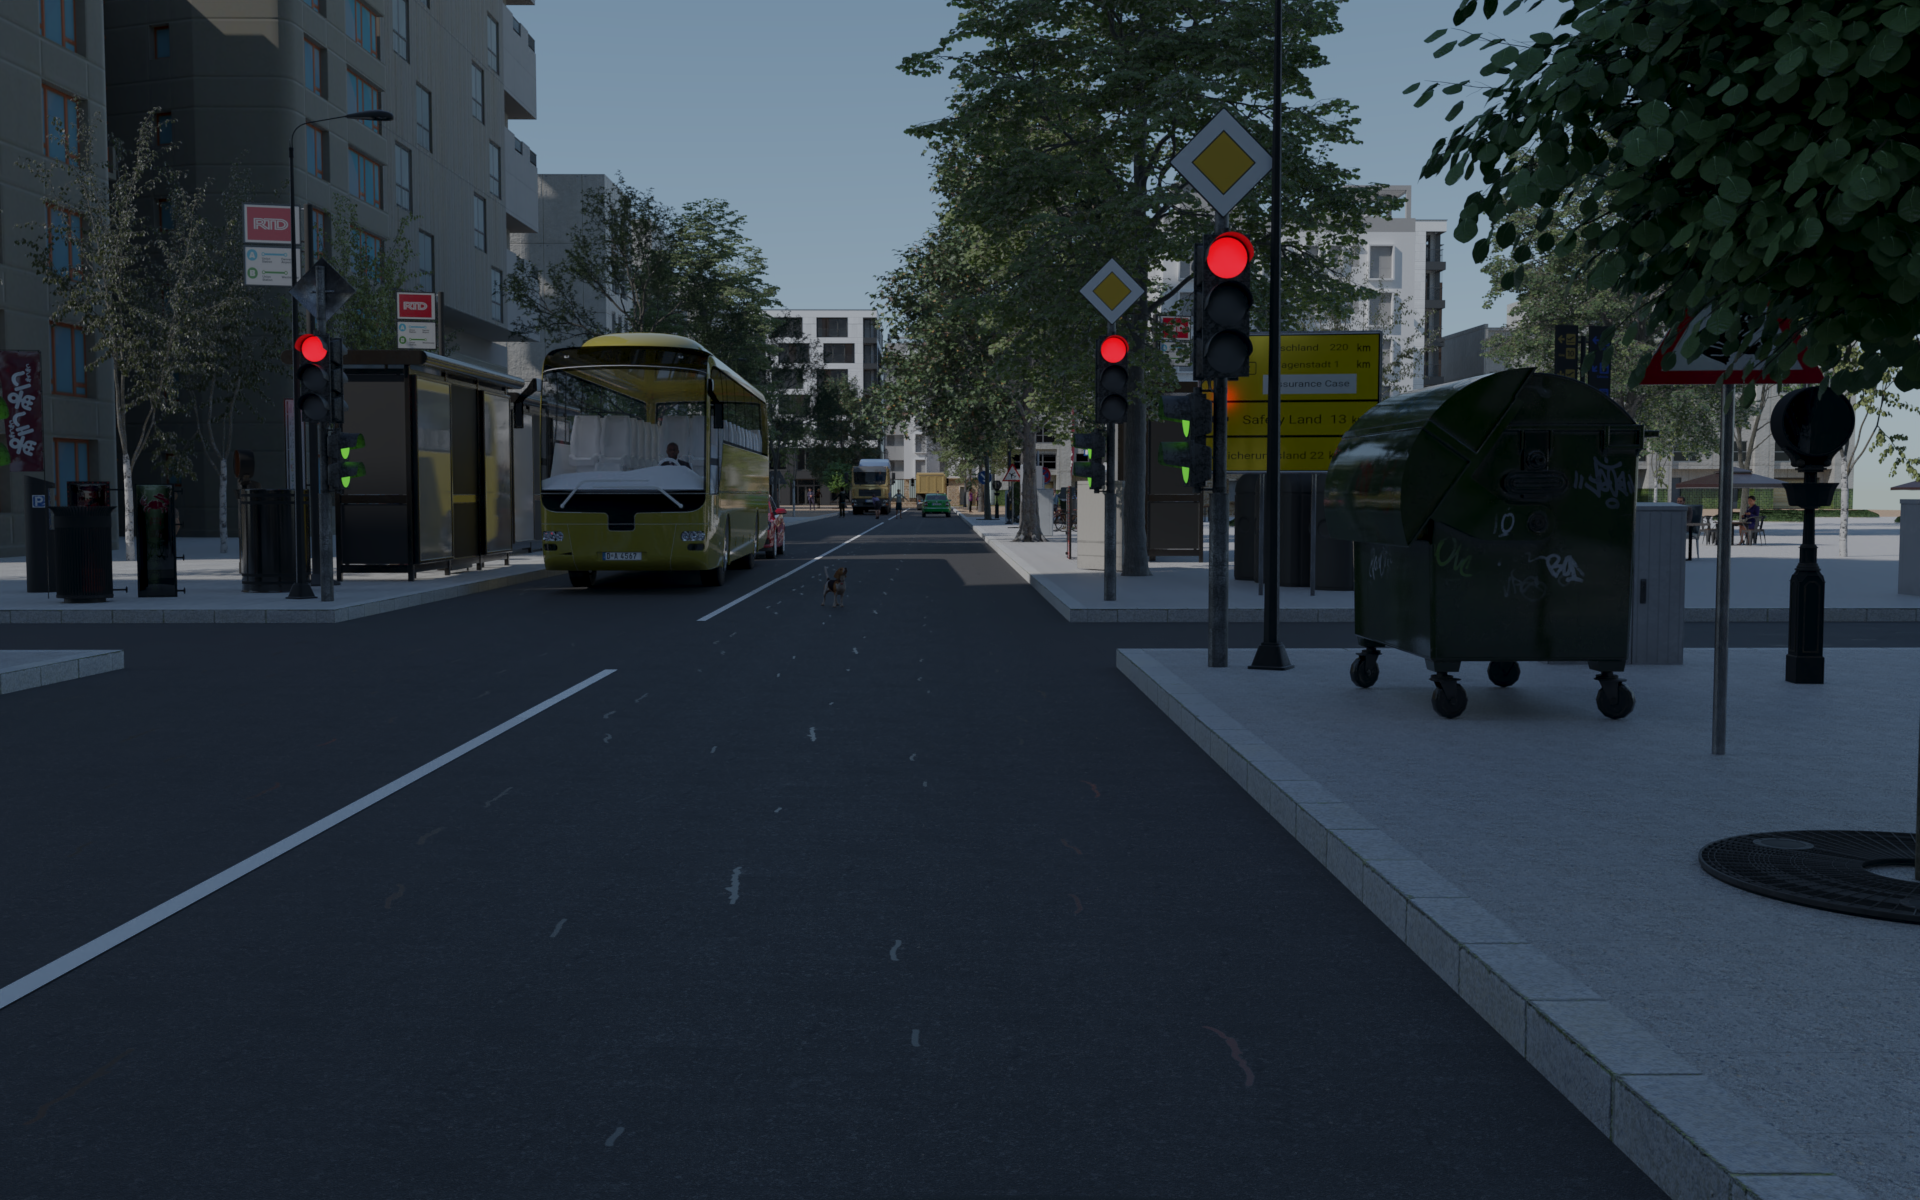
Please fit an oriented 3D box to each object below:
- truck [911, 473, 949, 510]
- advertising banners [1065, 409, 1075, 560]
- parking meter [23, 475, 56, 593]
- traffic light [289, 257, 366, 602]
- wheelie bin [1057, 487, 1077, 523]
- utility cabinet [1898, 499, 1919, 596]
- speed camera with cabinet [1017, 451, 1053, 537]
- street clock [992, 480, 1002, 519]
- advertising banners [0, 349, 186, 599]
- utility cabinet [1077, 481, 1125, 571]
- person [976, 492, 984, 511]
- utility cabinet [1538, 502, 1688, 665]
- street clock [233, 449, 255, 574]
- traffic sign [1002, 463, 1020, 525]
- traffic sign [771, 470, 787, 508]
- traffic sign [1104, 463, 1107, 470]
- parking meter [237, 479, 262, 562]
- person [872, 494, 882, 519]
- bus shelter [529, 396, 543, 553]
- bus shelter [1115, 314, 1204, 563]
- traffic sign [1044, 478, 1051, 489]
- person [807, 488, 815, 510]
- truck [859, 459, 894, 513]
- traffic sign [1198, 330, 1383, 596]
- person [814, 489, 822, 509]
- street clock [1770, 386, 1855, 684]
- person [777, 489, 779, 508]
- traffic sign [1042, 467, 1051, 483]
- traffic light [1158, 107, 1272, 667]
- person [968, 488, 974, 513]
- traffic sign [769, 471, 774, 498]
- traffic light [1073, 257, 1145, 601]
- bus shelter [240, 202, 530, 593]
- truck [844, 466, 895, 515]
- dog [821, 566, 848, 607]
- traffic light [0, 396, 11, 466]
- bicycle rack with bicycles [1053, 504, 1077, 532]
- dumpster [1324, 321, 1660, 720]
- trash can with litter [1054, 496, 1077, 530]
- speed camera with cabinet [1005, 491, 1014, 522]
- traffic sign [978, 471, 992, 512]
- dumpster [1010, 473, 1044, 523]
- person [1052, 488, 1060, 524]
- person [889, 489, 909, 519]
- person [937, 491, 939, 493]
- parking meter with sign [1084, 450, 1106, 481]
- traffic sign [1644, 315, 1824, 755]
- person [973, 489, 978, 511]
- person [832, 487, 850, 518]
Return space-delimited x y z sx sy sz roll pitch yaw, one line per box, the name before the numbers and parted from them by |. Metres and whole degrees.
truck | -2.630 -9.741 155.182 3.469 3.379 9.791 0 4 -2
advertising banners | 2.165 -2.319 34.107 0.090 3.025 2.074 0 4 1
parking meter | -12.005 -0.870 22.630 0.372 1.533 0.369 0 3 0
traffic light | -7.551 -1.938 20.605 0.839 4.253 0.868 0 4 -1
wheelie bin | 4.827 -4.280 77.890 0.980 1.594 0.693 1 4 19
utility cabinet | 12.200 -0.648 21.759 0.306 1.237 1.020 0 4 2
speed camera with cabinet | 2.365 -3.599 53.172 0.660 3.252 2.038 -1 4 -11
street clock | 1.936 -5.272 90.771 0.471 2.002 0.358 -1 4 -21
advertising banners | -10.671 -1.533 21.260 2.074 3.025 0.090 -1 4 -13
utility cabinet | 2.456 -1.244 29.018 0.318 1.500 1.173 -2 4 -35
person | 1.569 -7.338 126.574 0.990 1.755 0.434 2 4 33
utility cabinet | 4.933 -0.120 13.118 1.020 1.237 0.306 0 4 0
street clock | -11.507 -1.425 27.872 0.358 2.002 0.471 -3 4 -36
traffic sign | 2.211 -4.461 72.947 0.884 2.594 0.081 0 4 2
traffic sign | -9.696 -5.679 92.860 0.884 2.594 0.081 0 4 1
traffic sign | 4.984 -3.324 56.479 0.606 2.300 0.079 0 4 7
parking meter | -11.900 -1.262 29.046 0.372 1.533 0.369 0 3 0
person | -4.809 -5.359 99.349 0.421 1.427 0.697 -3 5 -40
bus shelter | -10.103 -3.634 37.053 2.179 5.291 8.768 0 4 -1
bus shelter | 4.153 -3.598 36.456 2.179 5.291 8.768 0 4 -1
traffic sign | 4.536 -5.725 93.705 0.768 2.556 0.104 0 4 2
person | -11.891 -8.079 138.579 0.683 1.767 0.568 0 4 3
truck | -6.792 -9.164 139.591 2.967 4.110 18.799 0 4 -2
traffic sign | 4.126 -1.706 21.770 2.265 3.308 0.079 1 4 9
person | -12.362 -8.808 150.577 0.721 1.766 1.217 2 4 34
street clock | 5.745 -0.437 11.721 0.471 2.002 0.358 0 4 5
person | -15.920 -8.758 149.781 0.434 1.755 0.990 2 4 33
traffic sign | 3.882 -4.965 81.282 0.768 2.556 0.104 0 4 3
traffic light | 1.899 -1.458 12.765 0.839 4.253 0.868 0 4 -1
person | 0.818 -6.941 120.216 0.721 1.739 1.217 1 4 16
traffic sign | -10.281 -5.808 95.072 0.768 2.556 0.104 0 4 8
traffic light | 1.789 -1.947 20.749 0.839 4.253 0.868 0 4 -1
bus shelter | -8.823 -2.998 26.652 2.179 5.291 8.768 0 4 -1
truck | -6.263 -7.701 121.833 3.469 3.379 9.791 0 4 -2
dog | -1.590 -0.172 22.096 0.540 0.507 0.406 2 4 25
traffic light | -7.441 -1.450 12.621 0.839 4.253 0.868 0 4 -1
bicycle rack with bicycles | 3.780 -2.820 59.493 2.925 0.926 2.852 0 4 6
dumpster | 3.189 -0.496 10.608 1.502 2.255 1.985 0 4 -1
trash can with litter | 3.905 -3.160 62.724 1.678 1.210 2.233 1 4 19
speed camera with cabinet | 2.960 -5.220 79.684 0.660 3.252 2.038 -3 5 -43
traffic sign | 1.352 -5.759 94.273 0.768 2.556 0.104 0 4 2
dumpster | 2.921 -4.552 76.924 1.502 2.255 1.985 0 4 -1
person | 4.040 -4.009 73.808 0.499 1.552 0.429 -1 4 -10
person | -3.560 -5.618 101.142 1.217 1.735 0.721 -1 4 -12
person | -1.775 -7.776 136.552 0.530 1.710 0.541 0 4 8
parking meter with sign | 4.758 -3.554 54.375 1.738 3.016 0.543 -2 4 -30
traffic sign | 3.743 -0.518 8.471 0.884 2.594 0.081 0 4 3
person | 1.450 -7.786 134.026 1.217 1.739 0.721 0 4 4
person | -7.172 -5.931 105.105 1.348 1.869 0.705 -3 4 -38
